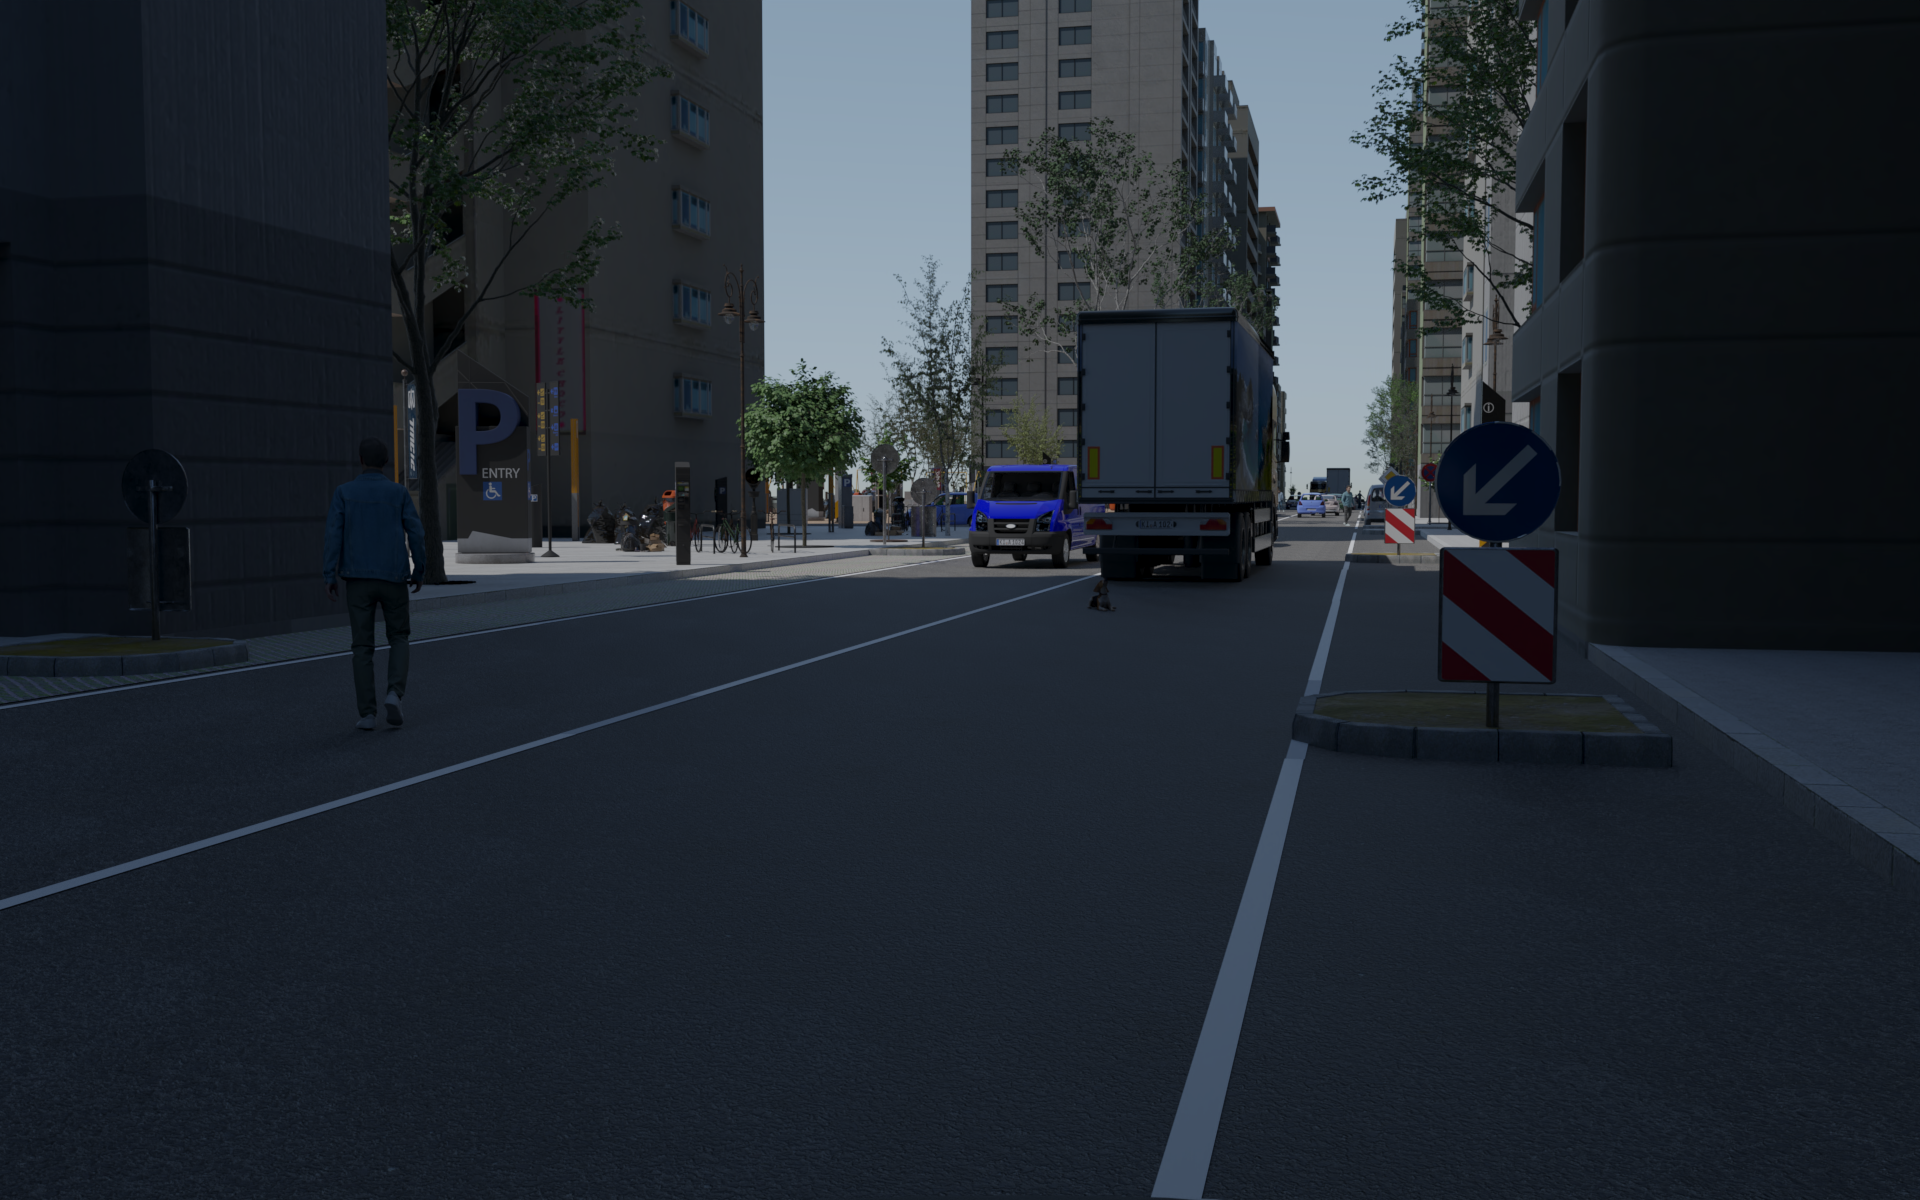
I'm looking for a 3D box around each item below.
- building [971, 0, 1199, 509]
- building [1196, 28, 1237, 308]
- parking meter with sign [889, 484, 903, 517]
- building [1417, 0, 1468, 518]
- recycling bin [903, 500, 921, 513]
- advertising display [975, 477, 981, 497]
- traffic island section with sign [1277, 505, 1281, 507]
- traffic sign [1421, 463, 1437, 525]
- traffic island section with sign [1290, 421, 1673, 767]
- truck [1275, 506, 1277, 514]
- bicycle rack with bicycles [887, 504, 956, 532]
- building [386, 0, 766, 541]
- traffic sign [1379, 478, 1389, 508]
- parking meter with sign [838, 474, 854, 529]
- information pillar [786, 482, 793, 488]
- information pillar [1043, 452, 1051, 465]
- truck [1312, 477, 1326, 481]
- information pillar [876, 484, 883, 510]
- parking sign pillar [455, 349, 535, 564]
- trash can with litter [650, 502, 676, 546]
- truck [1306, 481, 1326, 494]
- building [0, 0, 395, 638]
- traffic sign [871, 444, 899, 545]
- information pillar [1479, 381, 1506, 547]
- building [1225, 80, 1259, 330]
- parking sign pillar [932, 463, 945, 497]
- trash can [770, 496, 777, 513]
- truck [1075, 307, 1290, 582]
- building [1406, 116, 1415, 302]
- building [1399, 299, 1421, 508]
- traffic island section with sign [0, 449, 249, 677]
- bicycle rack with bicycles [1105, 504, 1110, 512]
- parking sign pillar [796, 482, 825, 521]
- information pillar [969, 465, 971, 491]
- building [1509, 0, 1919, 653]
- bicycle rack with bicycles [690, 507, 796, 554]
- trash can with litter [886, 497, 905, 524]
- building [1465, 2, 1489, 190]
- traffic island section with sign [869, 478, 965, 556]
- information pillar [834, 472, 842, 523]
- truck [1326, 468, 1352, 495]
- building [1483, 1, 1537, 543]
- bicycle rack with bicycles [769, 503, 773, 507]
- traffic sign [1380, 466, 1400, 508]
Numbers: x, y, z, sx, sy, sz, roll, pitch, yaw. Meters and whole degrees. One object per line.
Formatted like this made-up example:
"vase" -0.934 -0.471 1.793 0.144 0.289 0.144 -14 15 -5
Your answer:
"building" 13.207 -44.012 157.845 20.563 71.187 20.611 1 4 13
"building" 17.416 -34.502 183.711 23.786 49.044 30.456 1 4 13
"parking meter with sign" -3.519 -6.068 95.468 1.738 3.016 0.543 2 4 27
"building" 32.892 -25.228 96.072 14.154 41.232 14.086 1 4 13
"recycling bin" -2.178 -4.061 78.954 0.722 1.027 0.722 0 4 6
"advertising display" 1.151 -4.246 74.629 0.974 1.923 0.123 0 4 7
"traffic island section with sign" 35.335 -11.453 195.879 1.989 1.847 2.006 1 4 13
"traffic sign" 19.422 -4.368 71.516 0.768 2.556 0.104 1 4 19
"traffic island section with sign" 2.999 -0.098 10.223 1.989 1.847 2.006 1 4 13
"truck" 19.728 -7.698 115.618 2.967 4.110 18.799 1 4 12
"bicycle rack with bicycles" -1.422 -2.844 59.878 2.852 0.926 2.925 1 4 16
"building" -19.925 -26.409 55.497 21.600 48.544 21.300 1 4 13
"traffic sign" 17.324 -4.064 70.091 0.795 2.450 0.064 1 4 13
"parking meter with sign" -4.333 -4.207 65.052 0.543 3.016 1.738 -1 4 -16
"information pillar" -8.925 -5.272 90.685 0.304 2.012 0.304 -2 4 -35
"information pillar" 4.710 -6.290 94.200 0.504 3.616 0.183 1 4 8
"truck" 57.516 -17.488 275.681 2.967 4.110 18.799 1 4 13
"information pillar" -3.946 -4.932 85.127 0.304 2.012 0.304 -2 4 -27
"parking sign pillar" -8.688 -2.678 32.260 1.447 3.967 1.447 0 4 -5
"trash can with litter" -7.180 -1.896 42.395 1.055 1.170 0.624 -2 4 -25
"truck" 53.567 -16.037 258.120 3.469 3.379 9.791 1 4 15
"building" -19.780 -28.418 6.636 21.231 58.520 28.212 1 4 13
"traffic sign" -1.917 -2.683 43.972 0.768 2.556 0.104 1 4 16
"information pillar" 10.972 -2.715 35.745 0.504 3.616 0.183 1 4 14
"building" 24.431 -35.784 208.770 21.300 48.544 21.600 1 4 13
"parking sign pillar" -1.633 -8.494 127.348 1.447 3.967 1.447 -2 4 -32
"trash can" -11.900 -6.129 111.862 0.748 1.137 0.748 0 3 0
"truck" 4.324 -2.617 31.705 2.839 4.237 11.283 1 4 14
"building" 55.226 -30.761 186.533 14.154 41.232 14.086 1 4 13
"building" 56.357 -19.560 164.841 27.650 21.520 28.899 1 4 13
"traffic island section with sign" -7.124 -0.356 14.449 1.989 1.847 2.006 1 4 13
"bicycle rack with bicycles" 10.654 -7.031 128.341 2.925 0.926 2.852 -3 5 -42
"parking sign pillar" -7.206 -5.782 83.000 1.447 3.967 1.447 2 4 29
"information pillar" 0.776 -8.543 131.033 0.183 3.616 0.504 1 4 9
"building" 17.540 -9.811 5.444 27.650 21.520 28.899 1 4 13
"bicycle rack with bicycles" -4.765 -1.504 37.973 2.852 0.926 2.925 -1 4 -16
"trash can with litter" -2.759 -3.856 74.428 0.624 1.170 1.055 -1 4 -20
"building" 33.250 -27.620 75.281 21.600 48.544 21.300 1 4 13
"traffic island section with sign" -0.942 -1.972 40.869 1.989 1.847 2.006 1 4 13
"information pillar" -5.307 -5.218 76.669 0.504 3.616 0.183 0 4 5
"truck" 41.495 -12.287 189.808 2.839 4.237 11.283 1 4 13
"building" 24.480 -30.663 43.336 21.231 58.520 28.212 1 4 13
"bicycle rack with bicycles" -12.055 -5.084 96.511 2.925 0.926 2.852 3 5 45
"traffic sign" 15.504 -3.589 62.316 0.795 2.450 0.064 1 4 13
